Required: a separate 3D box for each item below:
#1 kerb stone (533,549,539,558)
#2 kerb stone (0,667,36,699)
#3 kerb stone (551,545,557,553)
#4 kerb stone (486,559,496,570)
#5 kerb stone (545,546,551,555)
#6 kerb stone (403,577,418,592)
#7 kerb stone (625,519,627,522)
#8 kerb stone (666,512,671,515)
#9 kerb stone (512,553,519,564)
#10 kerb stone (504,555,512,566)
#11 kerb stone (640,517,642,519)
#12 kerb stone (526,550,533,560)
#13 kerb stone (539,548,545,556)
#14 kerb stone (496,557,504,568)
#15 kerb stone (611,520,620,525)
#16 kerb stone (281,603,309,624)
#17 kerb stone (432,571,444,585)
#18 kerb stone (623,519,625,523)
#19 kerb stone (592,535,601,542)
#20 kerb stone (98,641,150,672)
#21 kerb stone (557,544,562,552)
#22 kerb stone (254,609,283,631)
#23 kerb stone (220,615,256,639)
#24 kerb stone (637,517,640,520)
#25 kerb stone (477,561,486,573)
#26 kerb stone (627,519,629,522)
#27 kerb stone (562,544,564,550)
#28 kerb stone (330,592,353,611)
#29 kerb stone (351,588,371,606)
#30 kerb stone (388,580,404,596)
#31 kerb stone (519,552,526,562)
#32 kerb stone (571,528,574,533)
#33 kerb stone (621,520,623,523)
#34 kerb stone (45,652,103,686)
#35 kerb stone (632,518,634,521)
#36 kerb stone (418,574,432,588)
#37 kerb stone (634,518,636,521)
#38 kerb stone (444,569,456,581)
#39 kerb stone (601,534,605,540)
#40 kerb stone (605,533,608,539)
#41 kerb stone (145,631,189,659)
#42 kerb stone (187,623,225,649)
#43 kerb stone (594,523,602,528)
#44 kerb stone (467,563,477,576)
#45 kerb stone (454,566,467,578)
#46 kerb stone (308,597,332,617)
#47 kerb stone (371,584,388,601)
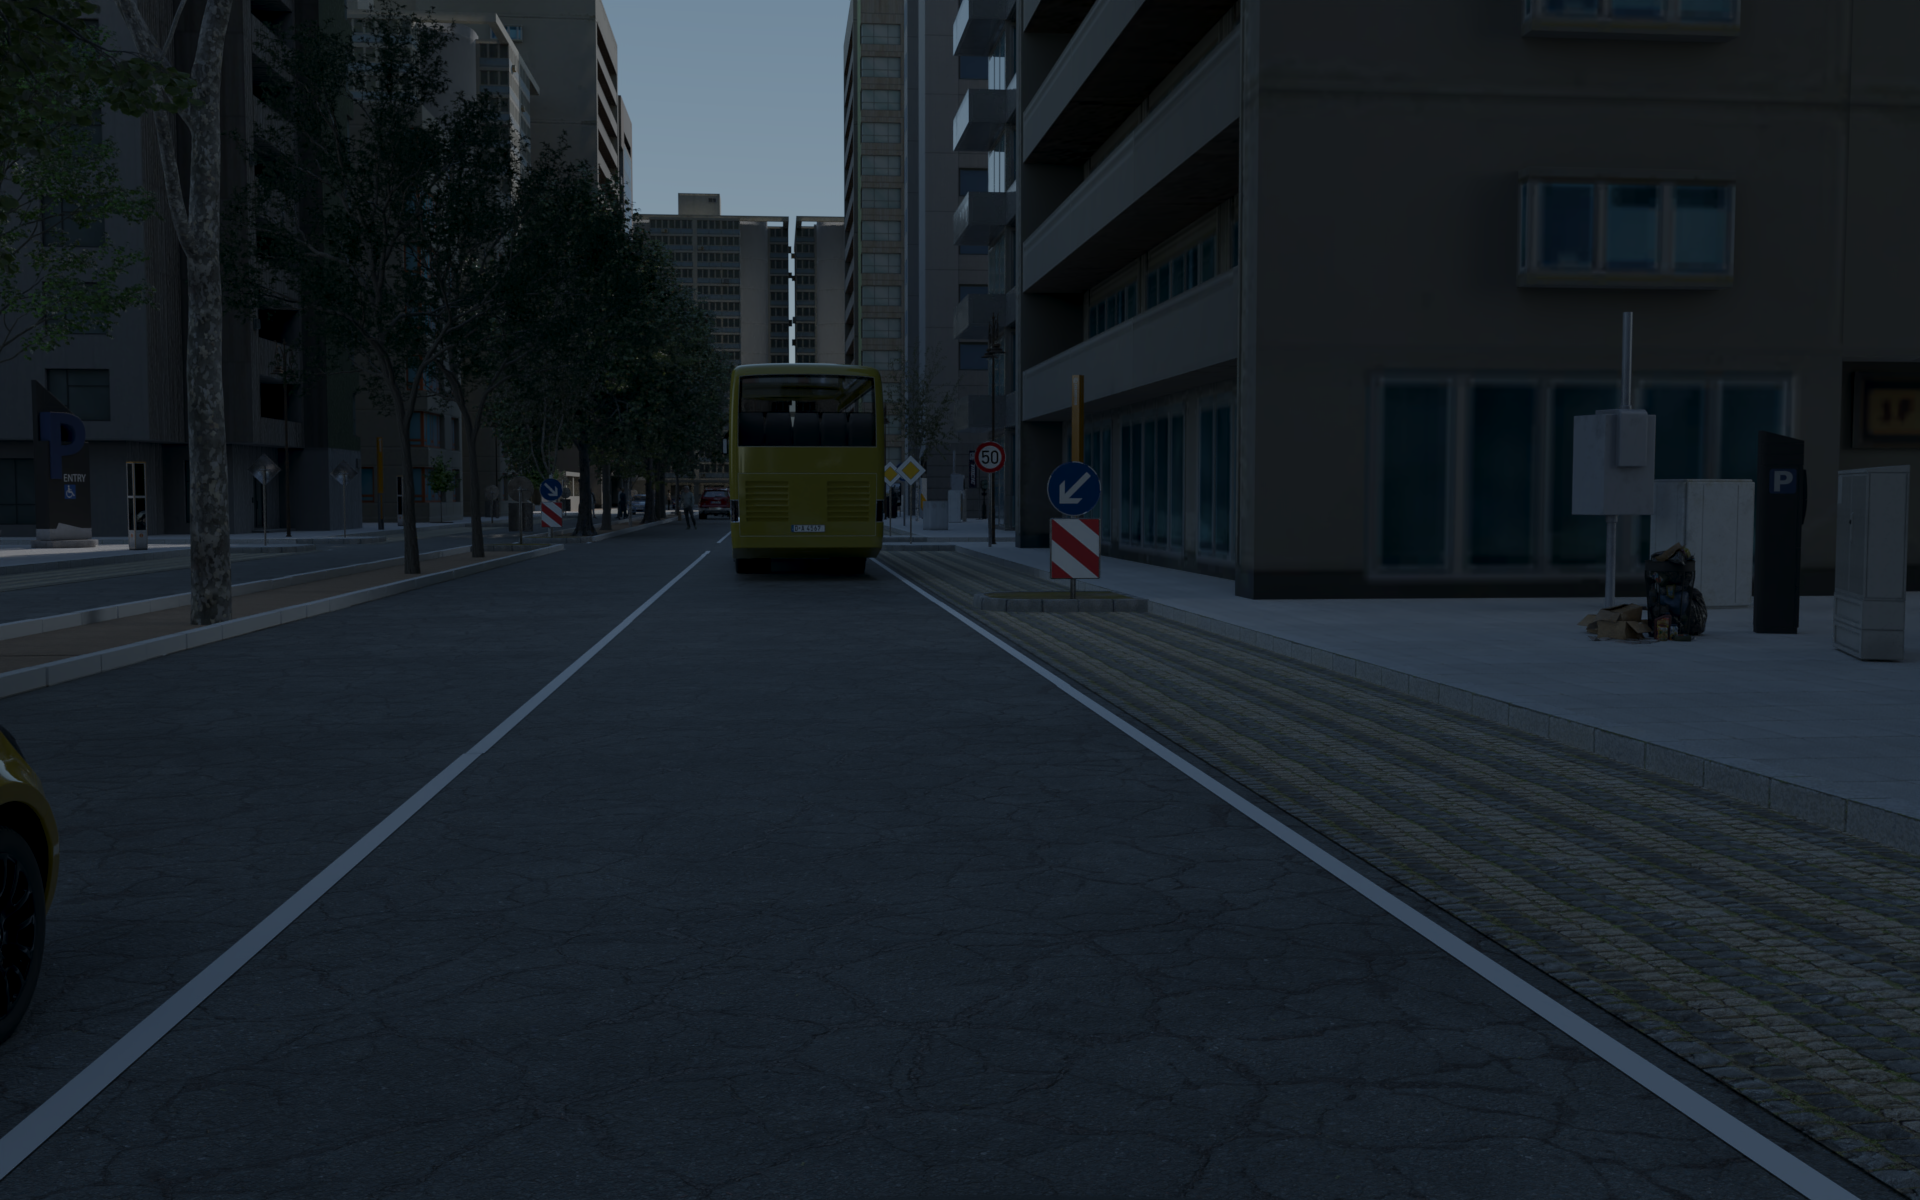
[{"bbox_3d":[-9.623,-1.015,38.852,0.120,0.150,1.000,0,4,-6],"label":"kerb stone"},{"bbox_3d":[-6.802,0.602,12.368,0.120,0.150,1.000,0,4,-6],"label":"kerb stone"},{"bbox_3d":[-9.947,-1.203,41.904,0.120,0.150,1.000,0,4,-6],"label":"kerb stone"},{"bbox_3d":[-8.971,-0.645,32.738,0.120,0.150,1.000,0,4,-6],"label":"kerb stone"},{"bbox_3d":[-9.843,-1.143,40.887,0.120,0.150,1.000,0,4,-6],"label":"kerb stone"},{"bbox_3d":[-8.218,-0.209,25.619,0.120,0.150,1.000,0,4,-6],"label":"kerb stone"},{"bbox_3d":[-16.783,-3.909,86.107,0.120,0.150,1.000,0,4,-6],"label":"kerb stone"},{"bbox_3d":[-20.925,-6.277,124.832,0.120,0.150,1.000,0,4,-6],"label":"kerb stone"},{"bbox_3d":[-9.292,-0.831,35.787,0.120,0.150,1.000,0,4,-6],"label":"kerb stone"},{"bbox_3d":[-9.187,-0.768,34.771,0.120,0.150,1.000,0,4,-6],"label":"kerb stone"},{"bbox_3d":[-17.760,-4.469,95.286,0.120,0.150,1.000,0,4,-6],"label":"kerb stone"},{"bbox_3d":[-9.516,-0.956,37.830,0.120,0.150,1.000,0,4,-6],"label":"kerb stone"},{"bbox_3d":[-9.731,-1.081,39.868,0.120,0.150,1.000,0,4,-6],"label":"kerb stone"},{"bbox_3d":[-9.084,-0.707,33.754,0.120,0.150,1.000,0,4,-6],"label":"kerb stone"},{"bbox_3d":[-16.346,-3.655,82.019,0.120,0.150,1.000,0,4,-6],"label":"kerb stone"},{"bbox_3d":[-7.561,0.164,19.507,0.120,0.150,1.000,0,4,-6],"label":"kerb stone"},{"bbox_3d":[-8.432,-0.334,27.656,0.120,0.150,1.000,0,4,-6],"label":"kerb stone"},{"bbox_3d":[-16.674,-3.846,85.080,0.120,0.150,1.000,0,4,-6],"label":"kerb stone"},{"bbox_3d":[-11.101,-1.862,52.688,0.120,0.150,1.000,0,4,-6],"label":"kerb stone"},{"bbox_3d":[-7.012,0.480,14.416,0.120,0.150,1.000,0,4,-6],"label":"kerb stone"},{"bbox_3d":[-10.061,-1.264,42.920,0.120,0.150,1.000,0,4,-6],"label":"kerb stone"},{"bbox_3d":[-7.459,0.230,18.488,0.120,0.150,1.000,0,4,-6],"label":"kerb stone"},{"bbox_3d":[-7.343,0.289,17.472,0.120,0.150,1.000,0,4,-6],"label":"kerb stone"},{"bbox_3d":[-17.657,-4.408,94.267,0.120,0.150,1.000,0,4,-6],"label":"kerb stone"},{"bbox_3d":[-8.870,-0.581,31.721,0.120,0.150,1.000,0,4,-6],"label":"kerb stone"},{"bbox_3d":[-16.897,-3.966,87.123,0.120,0.150,1.000,0,4,-6],"label":"kerb stone"},{"bbox_3d":[-10.170,-1.330,43.936,0.120,0.150,1.000,0,4,-6],"label":"kerb stone"},{"bbox_3d":[-7.769,0.040,21.551,0.120,0.150,1.000,0,4,-6],"label":"kerb stone"},{"bbox_3d":[-7.889,-0.023,22.570,0.120,0.150,1.000,0,4,-6],"label":"kerb stone"},{"bbox_3d":[-8.099,-0.147,24.604,0.120,0.150,1.000,0,4,-6],"label":"kerb stone"},{"bbox_3d":[-9.405,-0.894,36.812,0.120,0.150,1.000,0,4,-6],"label":"kerb stone"},{"bbox_3d":[-14.389,-2.534,63.682,0.120,0.150,1.000,0,4,-6],"label":"kerb stone"},{"bbox_3d":[-16.568,-3.783,84.064,0.120,0.150,1.000,0,4,-6],"label":"kerb stone"},{"bbox_3d":[-6.905,0.541,13.400,0.120,0.150,1.000,0,4,-6],"label":"kerb stone"},{"bbox_3d":[-17.224,-4.153,90.189,0.120,0.150,1.000,0,4,-6],"label":"kerb stone"},{"bbox_3d":[-8.321,-0.272,26.636,0.120,0.150,1.000,0,4,-6],"label":"kerb stone"},{"bbox_3d":[-17.321,-4.221,91.210,0.120,0.150,1.000,0,4,-6],"label":"kerb stone"},{"bbox_3d":[-8.543,-0.390,28.672,0.120,0.150,1.000,0,4,-6],"label":"kerb stone"},{"bbox_3d":[-11.206,-1.927,53.710,0.120,0.150,1.000,0,4,-6],"label":"kerb stone"},{"bbox_3d":[-11.326,-1.985,54.732,0.120,0.150,1.000,0,4,-6],"label":"kerb stone"},{"bbox_3d":[-7.127,0.418,15.432,0.120,0.150,1.000,0,4,-6],"label":"kerb stone"},{"bbox_3d":[-7.234,0.354,16.455,0.120,0.150,1.000,0,4,-6],"label":"kerb stone"},{"bbox_3d":[-15.590,-3.220,74.890,0.120,0.150,1.000,0,4,-6],"label":"kerb stone"},{"bbox_3d":[-8.751,-0.520,30.706,0.120,0.150,1.000,0,4,-6],"label":"kerb stone"},{"bbox_3d":[-8.640,-0.457,29.690,0.120,0.150,1.000,0,4,-6],"label":"kerb stone"},{"bbox_3d":[-7.666,0.104,20.533,0.120,0.150,1.000,0,4,-6],"label":"kerb stone"},{"bbox_3d":[-7.993,-0.085,23.587,0.120,0.150,1.000,0,4,-6],"label":"kerb stone"}]
